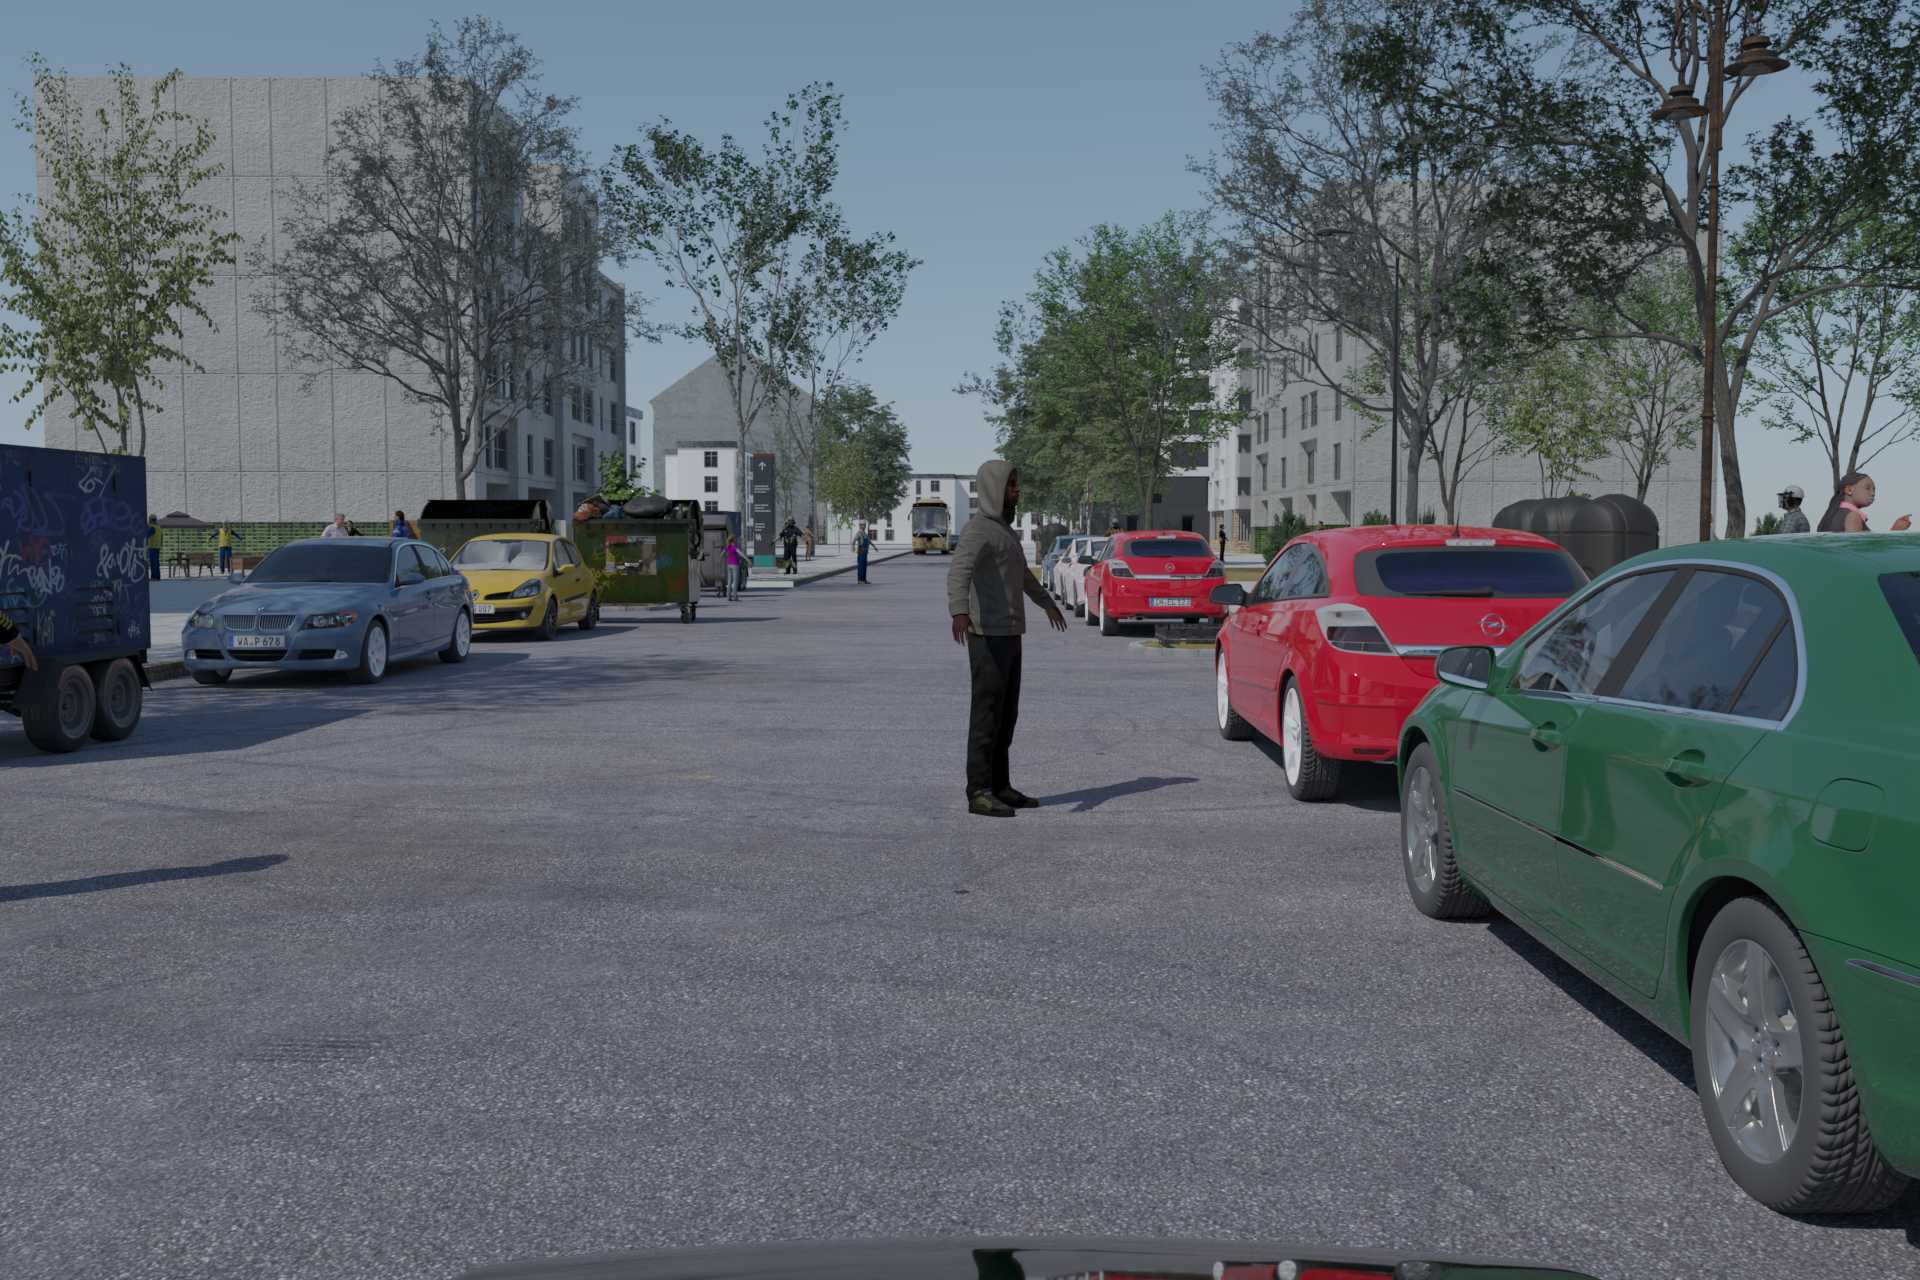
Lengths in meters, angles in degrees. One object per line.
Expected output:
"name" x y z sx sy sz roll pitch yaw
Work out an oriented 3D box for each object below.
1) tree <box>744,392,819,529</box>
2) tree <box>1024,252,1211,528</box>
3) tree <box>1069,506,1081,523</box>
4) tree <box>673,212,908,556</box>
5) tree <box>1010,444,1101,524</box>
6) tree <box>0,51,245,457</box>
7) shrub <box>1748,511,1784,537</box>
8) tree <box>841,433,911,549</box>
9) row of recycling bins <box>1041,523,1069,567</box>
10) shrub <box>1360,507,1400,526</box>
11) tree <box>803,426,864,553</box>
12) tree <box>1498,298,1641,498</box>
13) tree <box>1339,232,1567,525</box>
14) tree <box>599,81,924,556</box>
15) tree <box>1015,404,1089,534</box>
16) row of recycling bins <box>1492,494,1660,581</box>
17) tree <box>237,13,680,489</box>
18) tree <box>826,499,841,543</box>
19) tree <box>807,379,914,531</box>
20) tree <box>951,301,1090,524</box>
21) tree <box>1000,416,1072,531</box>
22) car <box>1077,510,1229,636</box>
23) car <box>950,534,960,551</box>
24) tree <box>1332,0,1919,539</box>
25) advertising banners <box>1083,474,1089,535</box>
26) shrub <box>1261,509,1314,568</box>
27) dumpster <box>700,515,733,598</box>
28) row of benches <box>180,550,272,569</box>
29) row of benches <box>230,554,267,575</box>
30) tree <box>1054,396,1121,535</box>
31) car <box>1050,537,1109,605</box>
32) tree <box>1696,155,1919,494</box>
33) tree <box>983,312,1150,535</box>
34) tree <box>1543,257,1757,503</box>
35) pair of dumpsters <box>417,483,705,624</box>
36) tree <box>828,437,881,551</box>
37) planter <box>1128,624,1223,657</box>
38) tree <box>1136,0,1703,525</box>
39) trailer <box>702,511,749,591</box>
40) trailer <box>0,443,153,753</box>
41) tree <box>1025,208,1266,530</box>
"tree" -8.679 -8.483 89.063 4.360 8.622 3.978 0 3 0
"tree" 6.290 -9.323 70.559 7.486 12.596 7.792 0 3 0
"tree" 15.970 -17.843 242.097 4.737 8.622 4.395 0 3 0
"tree" -10.180 -15.102 102.804 12.611 20.169 13.585 0 3 0
"tree" 7.191 -11.660 125.061 8.767 10.594 7.601 -1 4 -20
"tree" -12.911 -4.640 26.231 4.737 8.622 4.395 0 3 0
"shrub" 25.976 -3.124 55.503 1.690 2.028 1.600 0 3 0
"tree" -7.819 -13.358 152.811 7.601 10.594 8.767 -1 4 -16
"row of recycling bins" 3.569 -3.588 65.769 1.069 1.692 3.534 0 4 1
"shrub" 11.523 -2.679 48.215 1.690 2.028 1.600 0 3 0
"tree" -8.364 -10.225 117.537 4.737 8.622 4.395 0 3 0
"tree" 17.705 -6.185 51.495 4.737 8.622 4.395 0 3 0
"tree" 16.966 -8.213 60.043 9.928 11.665 9.643 0 3 0
"tree" -7.721 -13.188 71.518 12.611 20.169 13.585 0 3 0
"tree" 7.230 -11.462 113.152 9.928 11.665 9.643 0 3 0
"row of recycling bins" 6.706 -0.739 19.193 1.069 1.692 3.534 0 4 1
"tree" -11.692 -7.969 40.663 12.009 13.543 11.850 0 3 0
"tree" -17.108 -17.775 240.985 4.360 8.622 3.978 0 3 0
"tree" -7.950 -14.358 141.416 9.857 13.997 8.962 0 3 0
"tree" 6.092 -17.454 141.269 12.611 20.169 13.585 0 3 0
"tree" 6.823 -14.373 153.132 7.486 12.596 7.792 0 3 0
"car" 2.858 -1.024 25.778 2.155 1.783 4.494 0 4 0
"car" -0.510 -7.332 131.669 2.131 1.459 4.920 0 4 -1
"tree" 8.827 -5.219 19.751 8.767 10.594 7.601 -1 4 -15
"advertising banners" 3.741 -3.381 51.469 0.090 3.025 2.074 0 4 1
"shrub" 9.604 -2.838 50.442 1.661 2.075 1.752 0 3 0
"dumpster" -6.109 -1.896 39.214 1.865 1.857 1.264 0 4 1
"row of benches" -27.387 -3.050 65.338 4.104 0.672 1.422 -3 5 -43
"row of benches" -21.263 -2.436 55.293 1.422 0.672 4.104 2 4 34
"tree" 6.469 -8.410 87.861 4.360 8.622 3.978 0 3 0
"car" 2.957 -1.458 36.195 2.083 1.381 4.827 0 3 0
"tree" 24.479 -7.466 47.821 9.928 11.665 9.643 0 3 0
"tree" 6.440 -11.678 97.594 9.857 13.997 8.962 0 3 0
"tree" 25.547 -8.486 64.497 9.928 11.665 9.643 0 3 0
"pair of dumpsters" -6.420 -1.410 28.008 4.436 2.255 1.574 0 4 1
"tree" -8.225 -11.100 131.853 4.737 8.622 4.395 0 3 0
"planter" 3.082 0.001 21.128 1.991 0.319 1.994 0 4 0
"tree" 9.009 -7.571 34.162 12.009 13.543 11.850 0 3 0
"trailer" -6.189 -2.207 43.127 1.471 1.999 3.904 0 4 1
"trailer" -6.516 -0.237 10.926 1.471 1.999 3.904 0 4 1
"tree" 6.111 -8.011 56.730 9.928 11.665 9.643 0 3 0
